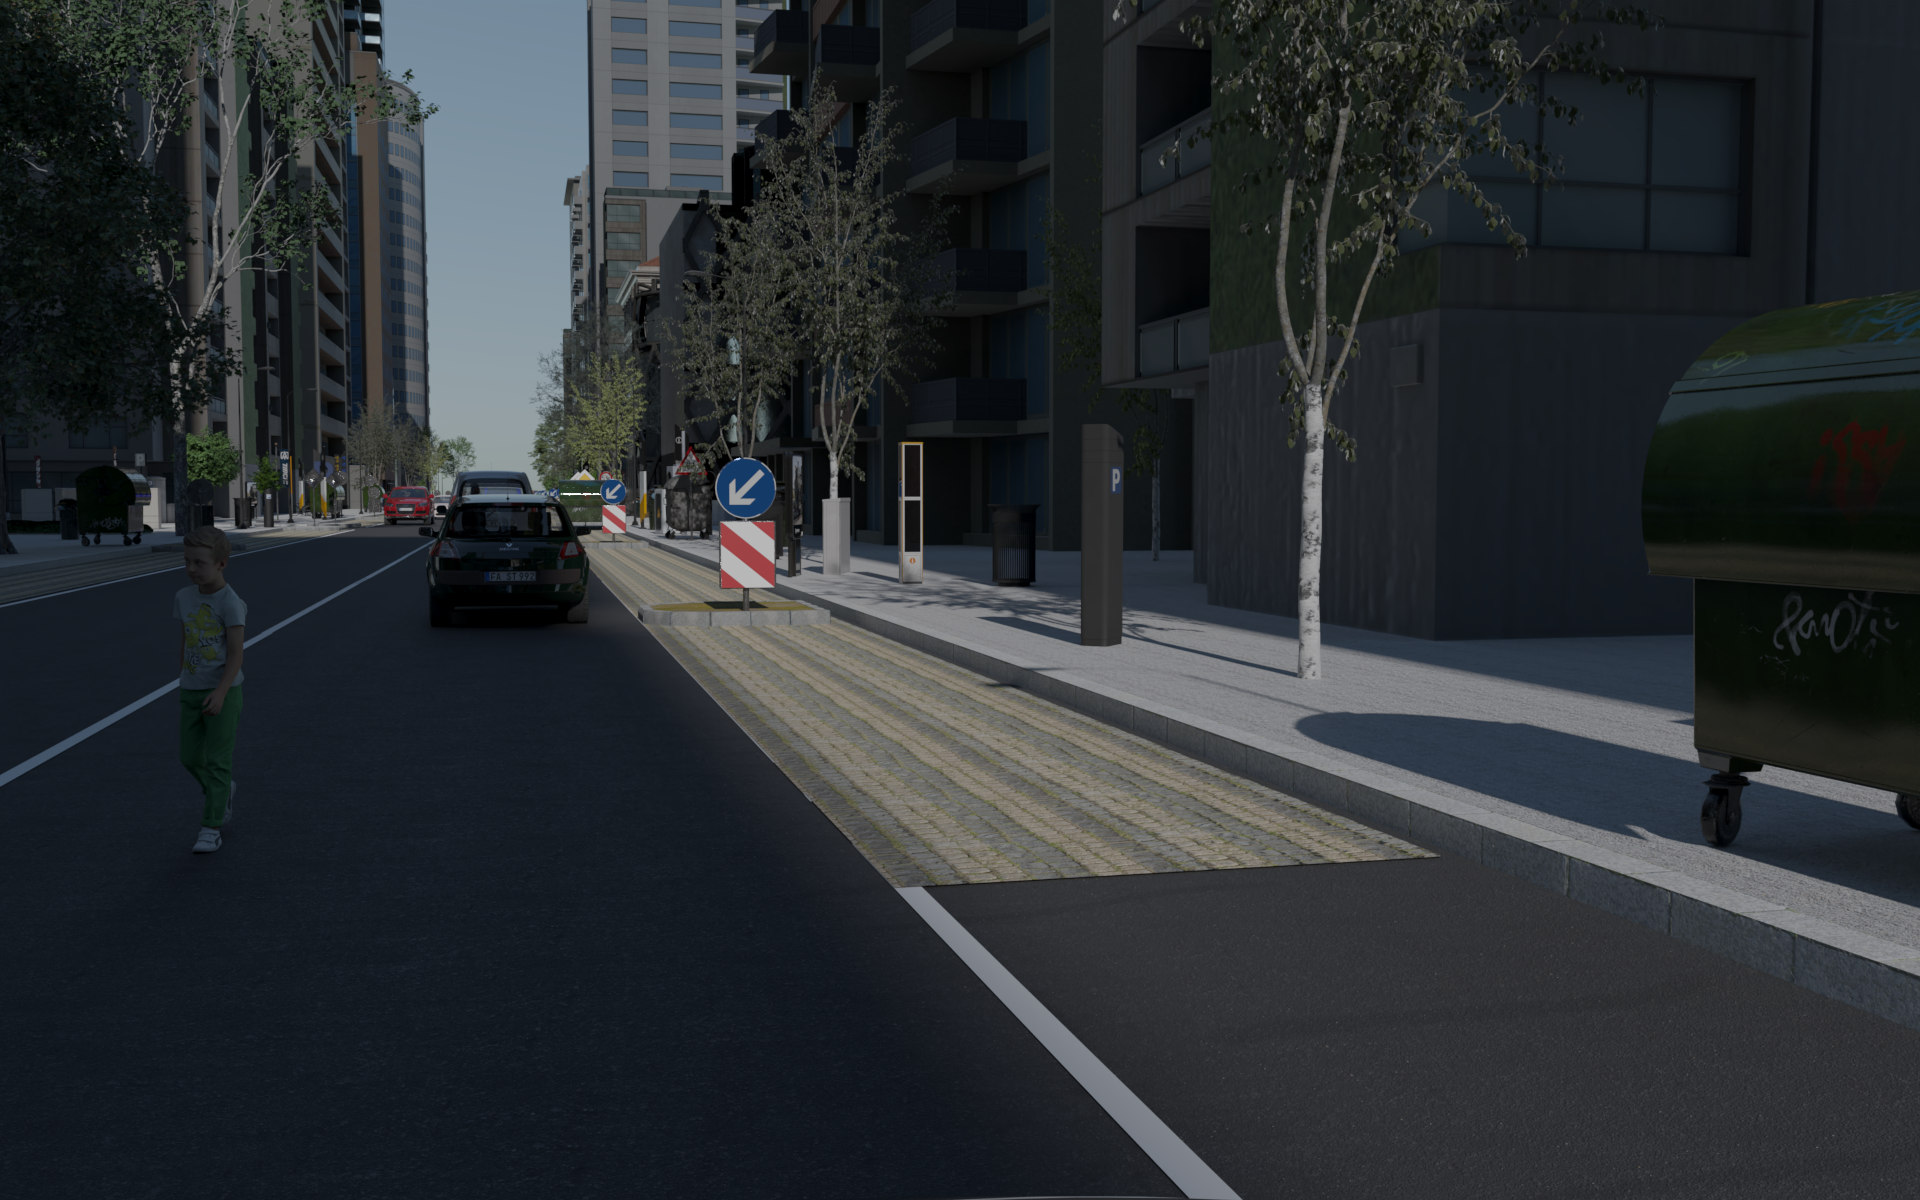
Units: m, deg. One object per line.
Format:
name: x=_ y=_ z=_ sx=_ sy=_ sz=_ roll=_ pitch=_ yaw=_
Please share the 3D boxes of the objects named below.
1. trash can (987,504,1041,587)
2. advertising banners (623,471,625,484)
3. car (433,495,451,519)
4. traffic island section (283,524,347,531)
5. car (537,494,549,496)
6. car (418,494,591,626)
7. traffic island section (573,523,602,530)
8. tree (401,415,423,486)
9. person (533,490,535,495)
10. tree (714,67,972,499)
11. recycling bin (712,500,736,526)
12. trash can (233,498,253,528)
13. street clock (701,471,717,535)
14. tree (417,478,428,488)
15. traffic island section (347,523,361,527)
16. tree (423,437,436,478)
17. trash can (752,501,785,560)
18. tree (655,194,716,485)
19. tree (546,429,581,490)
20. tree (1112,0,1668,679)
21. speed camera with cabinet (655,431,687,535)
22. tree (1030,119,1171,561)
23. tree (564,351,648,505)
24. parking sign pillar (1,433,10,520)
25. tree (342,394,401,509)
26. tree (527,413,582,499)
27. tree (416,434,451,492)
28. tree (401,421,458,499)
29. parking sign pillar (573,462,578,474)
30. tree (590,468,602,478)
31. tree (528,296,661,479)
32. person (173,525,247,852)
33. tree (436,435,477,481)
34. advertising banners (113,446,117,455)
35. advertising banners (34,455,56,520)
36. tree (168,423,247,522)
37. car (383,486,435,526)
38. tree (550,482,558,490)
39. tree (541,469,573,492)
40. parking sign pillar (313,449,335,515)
trash can: x=0.752 y=-0.761 z=24.091 sx=0.748 sy=1.137 sz=0.748 roll=0 pitch=3 yaw=0
advertising banners: x=-25.336 y=-8.163 z=129.657 sx=0.090 sy=3.025 sz=2.074 roll=0 pitch=4 yaw=3
car: x=-29.301 y=-5.291 z=98.865 sx=2.083 sy=1.381 sz=4.827 roll=-1 pitch=4 yaw=-15
traffic island section: x=-25.224 y=-2.774 z=67.634 sx=2.009 sy=0.180 sz=2.903 roll=-1 pitch=4 yaw=-14
car: x=-47.132 y=-11.416 z=195.452 sx=1.959 sy=1.807 sz=4.718 roll=-1 pitch=4 yaw=-14
car: x=-5.311 y=-0.643 z=20.298 sx=2.009 sy=1.686 sz=4.222 roll=-1 pitch=4 yaw=-15
traffic island section: x=-17.122 y=-3.403 z=77.923 sx=2.009 sy=0.180 sz=2.903 roll=-1 pitch=4 yaw=-14
tree: x=-45.986 y=-11.443 z=137.461 sx=4.360 sy=8.622 sz=3.978 roll=0 pitch=3 yaw=0
person: x=-45.249 y=-10.716 z=183.699 sx=0.705 sy=1.826 sz=1.348 roll=2 pitch=4 yaw=26
tree: x=-2.040 y=-4.932 z=30.997 sx=4.360 sy=8.622 sz=3.978 roll=0 pitch=3 yaw=0
recycling bin: x=-9.649 y=-3.566 z=70.866 sx=0.722 sy=1.027 sz=0.722 roll=2 pitch=4 yaw=35
trash can: x=-27.123 y=-3.295 z=65.528 sx=0.748 sy=1.137 sz=0.748 roll=0 pitch=3 yaw=0
street clock: x=-7.872 y=-3.040 z=54.271 sx=0.471 sy=2.002 sz=0.358 roll=0 pitch=4 yaw=2
tree: x=-58.035 y=-11.786 z=187.309 sx=1.663 sy=3.219 sz=1.824 roll=0 pitch=3 yaw=0
traffic island section: x=-27.195 y=-3.247 z=75.373 sx=2.009 sy=0.180 sz=2.903 roll=-1 pitch=4 yaw=-14
tree: x=-50.115 y=-12.680 z=157.675 sx=4.360 sy=8.622 sz=3.978 roll=0 pitch=3 yaw=0
trash can: x=-3.772 y=-1.364 z=33.952 sx=0.748 sy=1.137 sz=0.748 roll=0 pitch=3 yaw=0
tree: x=-5.230 y=-5.582 z=41.620 sx=4.360 sy=8.622 sz=3.978 roll=0 pitch=3 yaw=0
tree: x=-42.710 y=-14.439 z=186.440 sx=4.360 sy=8.622 sz=3.978 roll=0 pitch=3 yaw=0
tree: x=2.669 y=-3.761 z=11.859 sx=4.360 sy=8.622 sz=3.978 roll=0 pitch=3 yaw=0
speed camera with cabinet: x=-9.150 y=-3.708 z=54.960 sx=0.660 sy=3.252 sz=2.038 roll=-2 pitch=4 yaw=-26
tree: x=3.516 y=-5.052 z=32.961 sx=4.737 sy=8.622 sz=4.395 roll=0 pitch=3 yaw=0
tree: x=-17.738 y=-8.426 z=88.129 sx=4.737 sy=8.622 sz=4.395 roll=0 pitch=3 yaw=0
parking sign pillar: x=-42.942 y=-5.400 z=76.759 sx=1.447 sy=3.967 sz=1.447 roll=-1 pitch=4 yaw=-16
tree: x=-44.903 y=-11.099 z=131.827 sx=4.360 sy=8.622 sz=3.978 roll=0 pitch=3 yaw=0
tree: x=-54.049 y=-19.170 z=231.547 sx=7.486 sy=12.596 sz=7.792 roll=0 pitch=3 yaw=0
tree: x=-64.437 y=-15.983 z=211.685 sx=4.737 sy=8.622 sz=4.395 roll=0 pitch=3 yaw=0
tree: x=-67.903 y=-17.598 z=222.142 sx=7.601 sy=10.594 sz=8.767 roll=2 pitch=4 yaw=27
parking sign pillar: x=-32.787 y=-9.736 z=147.657 sx=1.447 sy=3.967 sz=1.447 roll=-1 pitch=4 yaw=-13
tree: x=-27.314 y=-8.251 z=129.511 sx=1.663 sy=3.219 sz=1.824 roll=0 pitch=3 yaw=0
tree: x=-21.693 y=-12.068 z=107.674 sx=12.009 sy=13.543 sz=11.850 roll=0 pitch=3 yaw=0
person: x=-3.075 y=0.344 z=7.131 sx=0.306 sy=1.304 sz=0.590 roll=0 pitch=4 yaw=-8
tree: x=-88.087 y=-23.046 z=302.561 sx=9.928 sy=11.665 sz=9.643 roll=0 pitch=3 yaw=0
advertising banners: x=-30.630 y=-4.054 z=62.471 sx=0.090 sy=3.025 sz=2.074 roll=-1 pitch=4 yaw=-13
advertising banners: x=-41.556 y=-5.060 z=78.918 sx=0.090 sy=3.025 sz=2.074 roll=0 pitch=4 yaw=3
tree: x=-35.065 y=-5.935 z=80.750 sx=4.285 sy=4.588 sz=4.351 roll=0 pitch=3 yaw=0
car: x=-25.638 y=-4.406 z=80.703 sx=2.281 sy=1.827 sz=5.304 roll=-1 pitch=4 yaw=-14
tree: x=-56.438 y=-15.087 z=241.272 sx=1.663 sy=3.219 sz=1.824 roll=0 pitch=3 yaw=0
tree: x=-46.069 y=-13.490 z=204.271 sx=4.285 sy=4.588 sz=4.351 roll=0 pitch=3 yaw=0
parking sign pillar: x=-37.867 y=-7.024 z=103.307 sx=1.447 sy=3.967 sz=1.447 roll=-1 pitch=4 yaw=-15
